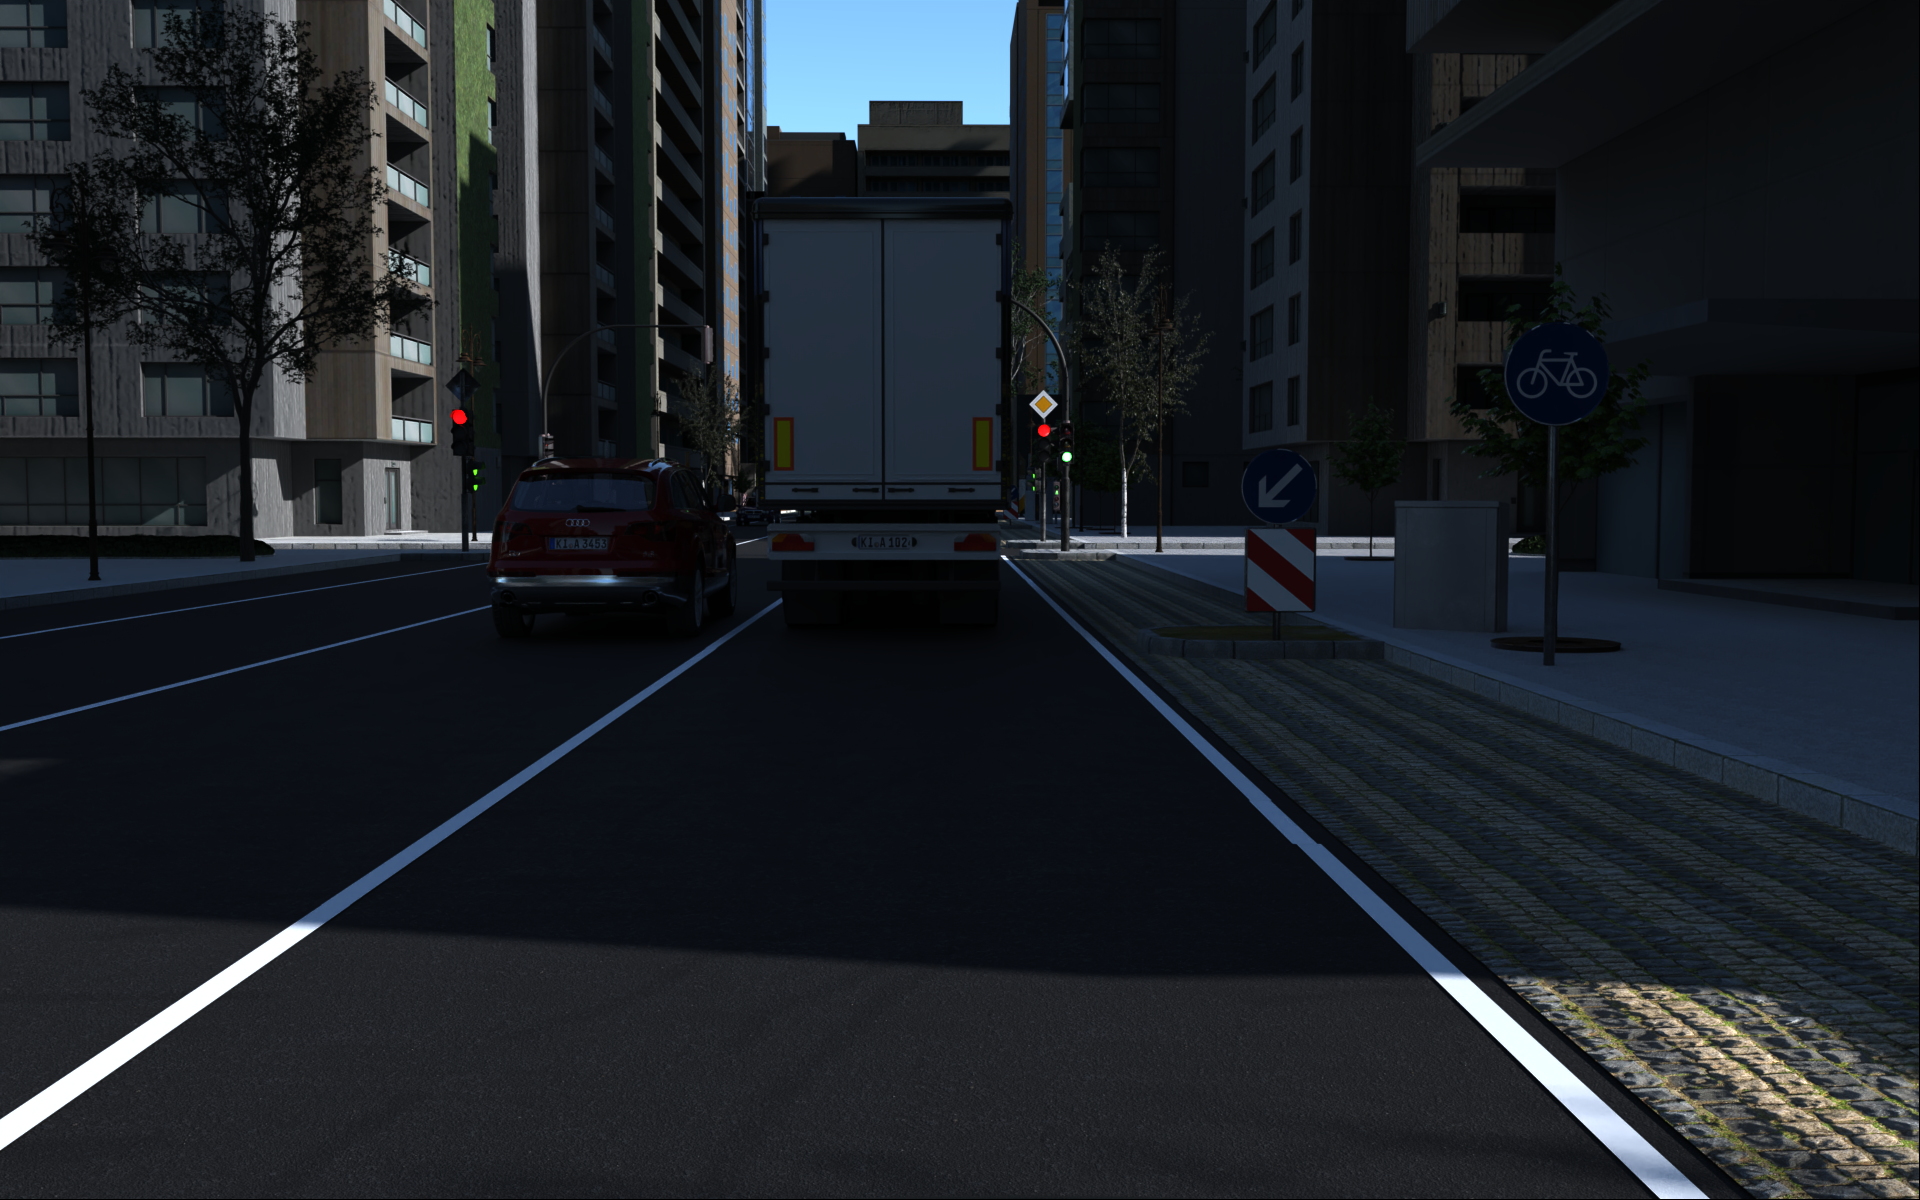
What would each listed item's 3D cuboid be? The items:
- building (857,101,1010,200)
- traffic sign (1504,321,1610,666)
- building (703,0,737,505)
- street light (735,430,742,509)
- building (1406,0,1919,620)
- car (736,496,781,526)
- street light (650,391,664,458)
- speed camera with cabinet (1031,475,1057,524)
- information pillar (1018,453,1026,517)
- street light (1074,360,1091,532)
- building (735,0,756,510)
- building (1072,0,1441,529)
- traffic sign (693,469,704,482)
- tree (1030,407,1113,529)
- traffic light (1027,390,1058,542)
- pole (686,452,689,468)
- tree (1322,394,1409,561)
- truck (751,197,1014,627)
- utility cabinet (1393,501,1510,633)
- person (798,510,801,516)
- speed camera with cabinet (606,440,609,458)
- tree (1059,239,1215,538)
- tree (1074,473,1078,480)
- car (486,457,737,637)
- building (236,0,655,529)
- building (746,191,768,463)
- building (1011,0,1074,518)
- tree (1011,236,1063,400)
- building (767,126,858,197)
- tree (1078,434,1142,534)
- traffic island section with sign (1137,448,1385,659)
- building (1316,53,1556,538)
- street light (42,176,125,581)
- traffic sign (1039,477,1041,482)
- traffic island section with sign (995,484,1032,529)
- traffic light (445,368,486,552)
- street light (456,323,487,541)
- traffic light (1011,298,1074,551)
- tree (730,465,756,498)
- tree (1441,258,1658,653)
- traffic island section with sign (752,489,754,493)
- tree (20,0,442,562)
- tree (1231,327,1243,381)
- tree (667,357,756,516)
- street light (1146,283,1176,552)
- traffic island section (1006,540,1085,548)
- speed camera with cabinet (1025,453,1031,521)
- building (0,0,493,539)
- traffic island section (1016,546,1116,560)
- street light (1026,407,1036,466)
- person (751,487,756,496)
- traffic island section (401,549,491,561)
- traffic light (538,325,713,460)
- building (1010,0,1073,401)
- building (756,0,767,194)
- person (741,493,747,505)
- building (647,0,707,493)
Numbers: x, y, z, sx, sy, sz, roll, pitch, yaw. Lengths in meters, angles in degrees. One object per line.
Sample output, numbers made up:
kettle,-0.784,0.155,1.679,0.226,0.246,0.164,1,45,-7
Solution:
building,-1.775,-36.293,217.091,21.600,48.544,21.300,0,4,-1
traffic sign,4.413,-0.782,12.899,0.768,2.556,0.104,0,4,3
building,-24.272,-29.297,129.111,14.600,45.320,14.200,0,4,-1
street light,-13.940,-8.342,109.173,0.468,5.910,1.993,0,4,-1
building,21.017,-26.048,15.132,28.713,52.752,27.495,0,4,-1
car,-9.182,-4.063,79.012,1.945,1.354,3.894,0,4,0
street light,-13.580,-6.429,77.908,0.468,5.910,1.993,0,4,-1
speed camera with cabinet,3.747,-4.914,74.680,0.660,3.252,2.038,-1,4,-12
information pillar,3.519,-6.503,97.684,0.183,3.616,0.504,-3,5,-44
street light,4.135,-5.265,58.878,0.468,5.910,1.993,0,4,-1
building,-26.601,-43.267,145.666,20.563,71.187,20.611,0,4,-1
building,11.810,-18.607,75.934,14.160,30.474,14.107,0,4,-1
traffic sign,-13.618,-5.466,89.475,0.768,2.556,0.104,0,4,2
tree,4.366,-4.975,65.057,4.285,4.588,4.351,0,3,0
traffic light,2.228,-3.536,46.735,0.839,4.253,0.868,0,4,-1
pole,-13.164,-5.498,83.742,0.158,3.312,0.155,0,3,0
tree,7.856,-2.385,33.597,1.663,3.219,1.824,0,3,0
truck,-0.750,-2.024,22.003,2.839,4.237,11.283,0,4,0
utility cabinet,4.642,-0.319,16.377,1.020,1.237,0.306,3,4,37
person,-10.121,-6.208,109.980,0.573,1.828,0.580,-1,4,-9
speed camera with cabinet,-13.164,-4.273,64.205,0.660,3.252,2.038,0,4,-4
tree,5.068,-6.141,50.773,4.360,8.622,3.978,0,3,0
tree,4.985,-4.102,61.670,1.663,3.219,1.824,0,3,0
car,-3.655,-0.625,18.896,2.281,1.827,5.304,0,4,-1
building,-21.738,-24.004,76.053,14.154,41.232,14.086,0,4,-1
building,-24.179,-24.010,164.268,14.160,30.474,14.107,0,4,-1
building,14.896,-48.446,104.762,22.319,86.520,31.000,0,4,-1
tree,2.851,-16.704,128.997,12.611,20.169,13.585,0,3,0
building,-19.694,-34.486,213.954,14.200,45.320,14.600,0,4,-1
tree,5.074,-3.714,55.331,1.663,3.219,1.824,0,3,0
traffic island section with sign,2.667,-0.443,15.872,1.989,1.847,2.006,0,4,-1
building,17.237,-17.362,55.577,14.107,30.474,14.160,0,4,-1
street light,-12.875,-3.229,25.587,0.468,5.910,1.993,0,4,-1
traffic sign,3.619,-4.619,77.646,0.606,2.300,0.079,0,4,0
traffic island section with sign,1.948,-3.842,71.446,1.989,1.847,2.006,0,4,-1
traffic light,-11.028,-3.036,38.562,0.839,4.253,0.868,0,4,-1
street light,-13.206,-4.535,46.939,0.468,5.910,1.993,0,4,-1
traffic light,0.241,-3.909,38.582,4.771,5.953,1.251,0,4,-1
tree,-14.642,-7.410,115.761,1.663,3.219,1.824,0,3,0
tree,4.833,-1.209,14.371,1.663,3.219,1.824,0,3,0
traffic island section with sign,-11.534,-5.529,99.022,1.989,1.847,2.006,0,4,-1
tree,-13.695,-5.993,32.394,8.767,10.594,7.601,1,4,13
tree,12.441,-7.070,65.952,4.360,8.622,3.978,0,3,0
tree,-13.719,-8.781,93.935,4.360,8.622,3.978,0,3,0
street light,4.389,-3.990,38.023,0.468,5.910,1.993,0,4,-1
traffic island section,2.269,-1.503,46.849,2.009,0.180,2.903,0,4,-1
speed camera with cabinet,3.492,-5.464,83.664,0.660,3.252,2.038,0,4,6
building,-23.350,-22.654,53.986,14.154,41.232,14.086,0,4,-1
traffic island section,2.372,-1.014,38.865,2.009,0.180,2.903,0,4,-1
street light,3.677,-7.167,89.968,0.468,5.910,1.993,0,4,-1
person,-11.011,-5.178,93.141,0.794,1.824,0.713,1,4,10
traffic island section,-11.068,-1.004,38.696,2.009,0.180,2.903,0,4,-1
traffic light,-9.041,-4.400,46.609,4.771,5.953,1.251,0,4,-1
building,11.682,-30.982,156.668,14.600,45.320,14.200,0,4,-1
building,-32.650,-53.218,182.780,31.000,86.520,22.319,0,4,-1
person,-16.247,-7.557,130.264,0.551,1.740,0.621,1,4,22
building,-27.737,-29.497,105.970,21.300,48.544,21.600,0,4,-1
